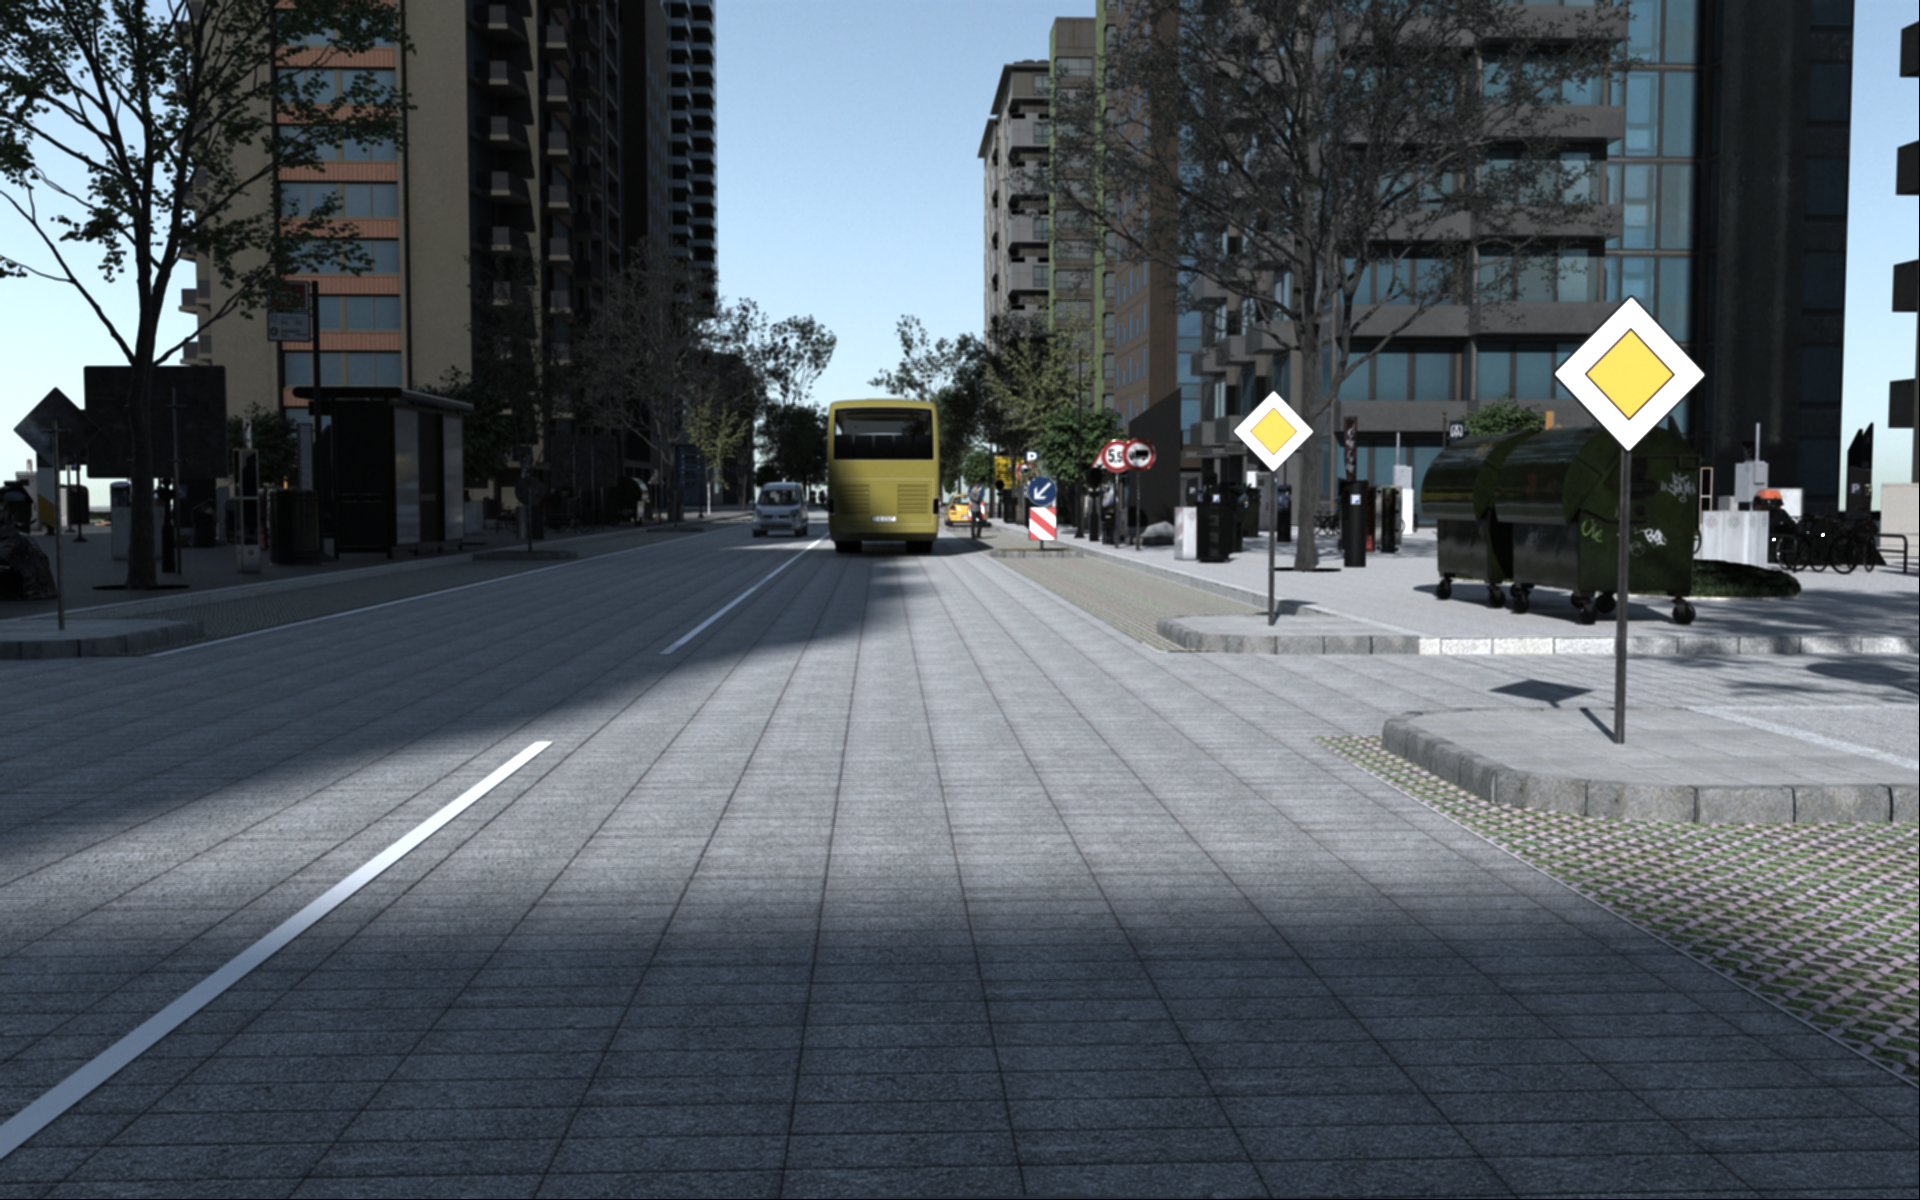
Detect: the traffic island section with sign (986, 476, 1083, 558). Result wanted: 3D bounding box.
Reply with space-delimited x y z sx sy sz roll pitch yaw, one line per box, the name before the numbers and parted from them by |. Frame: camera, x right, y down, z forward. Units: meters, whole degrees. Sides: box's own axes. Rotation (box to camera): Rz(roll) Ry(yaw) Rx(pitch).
traffic island section with sign | 1.703 -1.892 39.559 1.989 1.847 2.006 0 4 -3

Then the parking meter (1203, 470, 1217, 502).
parking meter | 6.093 -2.233 42.226 0.255 1.863 0.399 -1 4 -13

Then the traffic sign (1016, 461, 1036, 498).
traffic sign | 2.585 -4.136 67.729 0.768 2.556 0.104 0 4 3

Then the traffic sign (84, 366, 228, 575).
traffic sign | -12.763 -2.058 27.515 2.265 3.308 0.079 0 4 1

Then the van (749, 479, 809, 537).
van | -6.090 -3.168 58.800 2.013 2.044 4.112 0 4 -1

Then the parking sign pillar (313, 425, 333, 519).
parking sign pillar | -24.706 -4.786 66.718 1.447 3.967 1.447 1 4 9

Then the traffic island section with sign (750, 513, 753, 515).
traffic island section with sign | -13.045 -6.589 116.352 1.989 1.847 2.006 0 4 -3

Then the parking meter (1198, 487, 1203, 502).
parking meter | 8.530 -3.275 61.955 0.372 1.533 0.369 0 3 0

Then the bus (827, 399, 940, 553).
bus | -1.979 -3.265 44.933 2.896 3.916 12.252 0 4 -2

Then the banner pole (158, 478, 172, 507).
banner pole | -23.026 -3.674 50.089 0.863 3.779 0.401 2 4 35

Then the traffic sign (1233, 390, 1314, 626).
traffic sign | 3.031 -0.807 16.830 0.795 2.450 0.064 0 4 -3

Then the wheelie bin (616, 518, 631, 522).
wheelie bin | -15.409 -4.378 79.485 0.693 1.594 0.980 2 4 31

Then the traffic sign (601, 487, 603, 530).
traffic sign | -12.814 -3.665 62.045 0.606 2.300 0.079 0 4 5

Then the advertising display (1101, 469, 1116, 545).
advertising display | 3.773 -2.351 43.647 0.123 1.923 0.974 -1 4 -15

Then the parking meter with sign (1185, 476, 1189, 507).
parking meter with sign | 8.638 -4.386 67.974 0.543 3.016 1.738 3 5 43

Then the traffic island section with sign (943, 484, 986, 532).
traffic island section with sign | 0.483 -3.552 66.699 1.989 1.847 2.006 0 4 -3

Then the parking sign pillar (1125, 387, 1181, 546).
parking sign pillar | 4.902 -3.381 43.758 1.447 3.967 1.447 0 4 1

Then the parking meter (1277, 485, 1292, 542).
parking meter | 8.658 -2.314 46.248 0.372 1.533 0.369 0 3 0

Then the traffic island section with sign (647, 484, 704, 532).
traffic island section with sign | -10.761 -3.488 65.652 1.989 1.847 2.006 0 4 -3

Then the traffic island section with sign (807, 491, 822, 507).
traffic island section with sign | -16.748 -11.615 198.540 1.989 1.847 2.006 0 4 -3

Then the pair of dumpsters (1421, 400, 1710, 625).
pair of dumpsters | 6.477 -1.005 18.923 1.574 2.255 4.437 0 4 -2

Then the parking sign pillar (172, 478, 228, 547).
parking sign pillar | -18.984 -3.330 42.923 1.447 3.967 1.447 0 4 6

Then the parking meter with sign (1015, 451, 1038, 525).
parking meter with sign | 2.692 -4.597 71.416 0.543 3.016 1.738 -1 4 -15

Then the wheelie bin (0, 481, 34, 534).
wheelie bin | -22.642 -2.051 41.440 0.980 1.594 0.693 2 4 32

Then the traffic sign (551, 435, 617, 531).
traffic sign | -12.964 -4.025 59.677 2.265 3.308 0.079 0 4 2

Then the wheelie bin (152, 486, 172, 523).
wheelie bin | -32.120 -3.774 69.609 0.693 1.594 0.980 -3 5 -45

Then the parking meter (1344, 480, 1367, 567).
parking meter | 6.962 -1.350 30.489 0.372 1.533 0.369 0 3 0

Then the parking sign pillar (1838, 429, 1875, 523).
parking sign pillar | 37.526 -5.134 72.420 1.447 3.967 1.447 1 4 9

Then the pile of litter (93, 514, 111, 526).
pile of litter | -34.523 -3.470 70.697 1.719 0.858 1.176 1 4 20

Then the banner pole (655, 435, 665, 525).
banner pole | -12.626 -5.078 73.036 0.401 3.779 0.863 0 4 2

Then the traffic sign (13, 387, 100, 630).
traffic sign | -8.502 -0.776 16.332 0.795 2.450 0.064 0 4 -3

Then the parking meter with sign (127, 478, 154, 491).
parking meter with sign | -36.959 -4.980 77.689 0.543 3.016 1.738 2 4 33

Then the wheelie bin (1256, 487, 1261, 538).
wheelie bin | 8.566 -2.650 51.229 0.693 1.594 0.980 0 4 7

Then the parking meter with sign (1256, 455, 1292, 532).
parking meter with sign | 10.495 -3.848 59.177 0.543 3.016 1.738 -3 4 -36

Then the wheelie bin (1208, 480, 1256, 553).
wheelie bin | 5.881 -1.835 37.917 0.693 1.594 0.980 3 4 37

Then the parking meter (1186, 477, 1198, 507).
parking meter | 7.725 -3.182 57.730 0.399 1.863 0.255 0 4 5

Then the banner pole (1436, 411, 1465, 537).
banner pole | 14.753 -3.794 52.042 0.863 3.779 0.401 3 5 41

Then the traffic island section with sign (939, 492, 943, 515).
traffic island section with sign | -1.763 -6.601 116.551 1.989 1.847 2.006 0 4 -3

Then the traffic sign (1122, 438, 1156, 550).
traffic sign | 4.049 -2.400 39.349 0.768 2.556 0.104 0 4 -2

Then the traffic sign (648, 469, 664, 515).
traffic sign | -15.757 -5.490 89.771 0.884 2.594 0.081 0 4 5

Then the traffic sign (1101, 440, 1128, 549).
traffic sign | 3.698 -2.486 40.759 0.768 2.556 0.104 0 4 6

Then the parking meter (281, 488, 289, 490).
parking meter | -27.617 -3.825 70.955 0.372 1.533 0.369 0 3 0

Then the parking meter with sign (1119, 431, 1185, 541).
parking meter with sign | 5.198 -3.140 47.603 1.738 3.016 0.543 -1 4 -13

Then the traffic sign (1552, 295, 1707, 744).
traffic sign | 3.391 -0.319 8.853 0.795 2.450 0.064 0 4 -3

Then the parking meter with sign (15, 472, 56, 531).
parking meter with sign | -32.045 -3.872 59.574 1.738 3.016 0.543 -1 4 -14

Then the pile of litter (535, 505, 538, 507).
pile of litter | -18.703 -3.786 75.858 1.719 0.858 1.176 -1 4 -15

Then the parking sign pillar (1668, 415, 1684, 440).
parking sign pillar | 24.141 -4.302 58.814 1.447 3.967 1.447 0 4 5

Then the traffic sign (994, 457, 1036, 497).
traffic sign | 2.922 -6.029 92.448 2.265 3.308 0.079 0 3 0

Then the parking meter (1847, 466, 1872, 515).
parking meter | 18.840 -1.870 36.287 0.255 1.863 0.399 -2 4 -30

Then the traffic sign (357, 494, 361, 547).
traffic sign | -14.116 -2.479 40.635 0.768 2.556 0.104 0 4 1

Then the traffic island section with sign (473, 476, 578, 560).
traffic island section with sign | -9.505 -1.803 38.099 1.989 1.847 2.006 0 4 -3

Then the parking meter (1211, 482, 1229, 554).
parking meter | 5.457 -1.709 36.353 0.372 1.533 0.369 0 3 0

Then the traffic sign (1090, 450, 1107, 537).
traffic sign | 4.181 -3.153 51.556 0.884 2.594 0.081 0 4 0

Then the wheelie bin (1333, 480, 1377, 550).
wheelie bin | 9.118 -1.961 39.978 0.980 1.594 0.693 0 4 7

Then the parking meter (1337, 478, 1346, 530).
parking meter | 13.650 -3.421 61.638 0.399 1.863 0.255 2 4 31
